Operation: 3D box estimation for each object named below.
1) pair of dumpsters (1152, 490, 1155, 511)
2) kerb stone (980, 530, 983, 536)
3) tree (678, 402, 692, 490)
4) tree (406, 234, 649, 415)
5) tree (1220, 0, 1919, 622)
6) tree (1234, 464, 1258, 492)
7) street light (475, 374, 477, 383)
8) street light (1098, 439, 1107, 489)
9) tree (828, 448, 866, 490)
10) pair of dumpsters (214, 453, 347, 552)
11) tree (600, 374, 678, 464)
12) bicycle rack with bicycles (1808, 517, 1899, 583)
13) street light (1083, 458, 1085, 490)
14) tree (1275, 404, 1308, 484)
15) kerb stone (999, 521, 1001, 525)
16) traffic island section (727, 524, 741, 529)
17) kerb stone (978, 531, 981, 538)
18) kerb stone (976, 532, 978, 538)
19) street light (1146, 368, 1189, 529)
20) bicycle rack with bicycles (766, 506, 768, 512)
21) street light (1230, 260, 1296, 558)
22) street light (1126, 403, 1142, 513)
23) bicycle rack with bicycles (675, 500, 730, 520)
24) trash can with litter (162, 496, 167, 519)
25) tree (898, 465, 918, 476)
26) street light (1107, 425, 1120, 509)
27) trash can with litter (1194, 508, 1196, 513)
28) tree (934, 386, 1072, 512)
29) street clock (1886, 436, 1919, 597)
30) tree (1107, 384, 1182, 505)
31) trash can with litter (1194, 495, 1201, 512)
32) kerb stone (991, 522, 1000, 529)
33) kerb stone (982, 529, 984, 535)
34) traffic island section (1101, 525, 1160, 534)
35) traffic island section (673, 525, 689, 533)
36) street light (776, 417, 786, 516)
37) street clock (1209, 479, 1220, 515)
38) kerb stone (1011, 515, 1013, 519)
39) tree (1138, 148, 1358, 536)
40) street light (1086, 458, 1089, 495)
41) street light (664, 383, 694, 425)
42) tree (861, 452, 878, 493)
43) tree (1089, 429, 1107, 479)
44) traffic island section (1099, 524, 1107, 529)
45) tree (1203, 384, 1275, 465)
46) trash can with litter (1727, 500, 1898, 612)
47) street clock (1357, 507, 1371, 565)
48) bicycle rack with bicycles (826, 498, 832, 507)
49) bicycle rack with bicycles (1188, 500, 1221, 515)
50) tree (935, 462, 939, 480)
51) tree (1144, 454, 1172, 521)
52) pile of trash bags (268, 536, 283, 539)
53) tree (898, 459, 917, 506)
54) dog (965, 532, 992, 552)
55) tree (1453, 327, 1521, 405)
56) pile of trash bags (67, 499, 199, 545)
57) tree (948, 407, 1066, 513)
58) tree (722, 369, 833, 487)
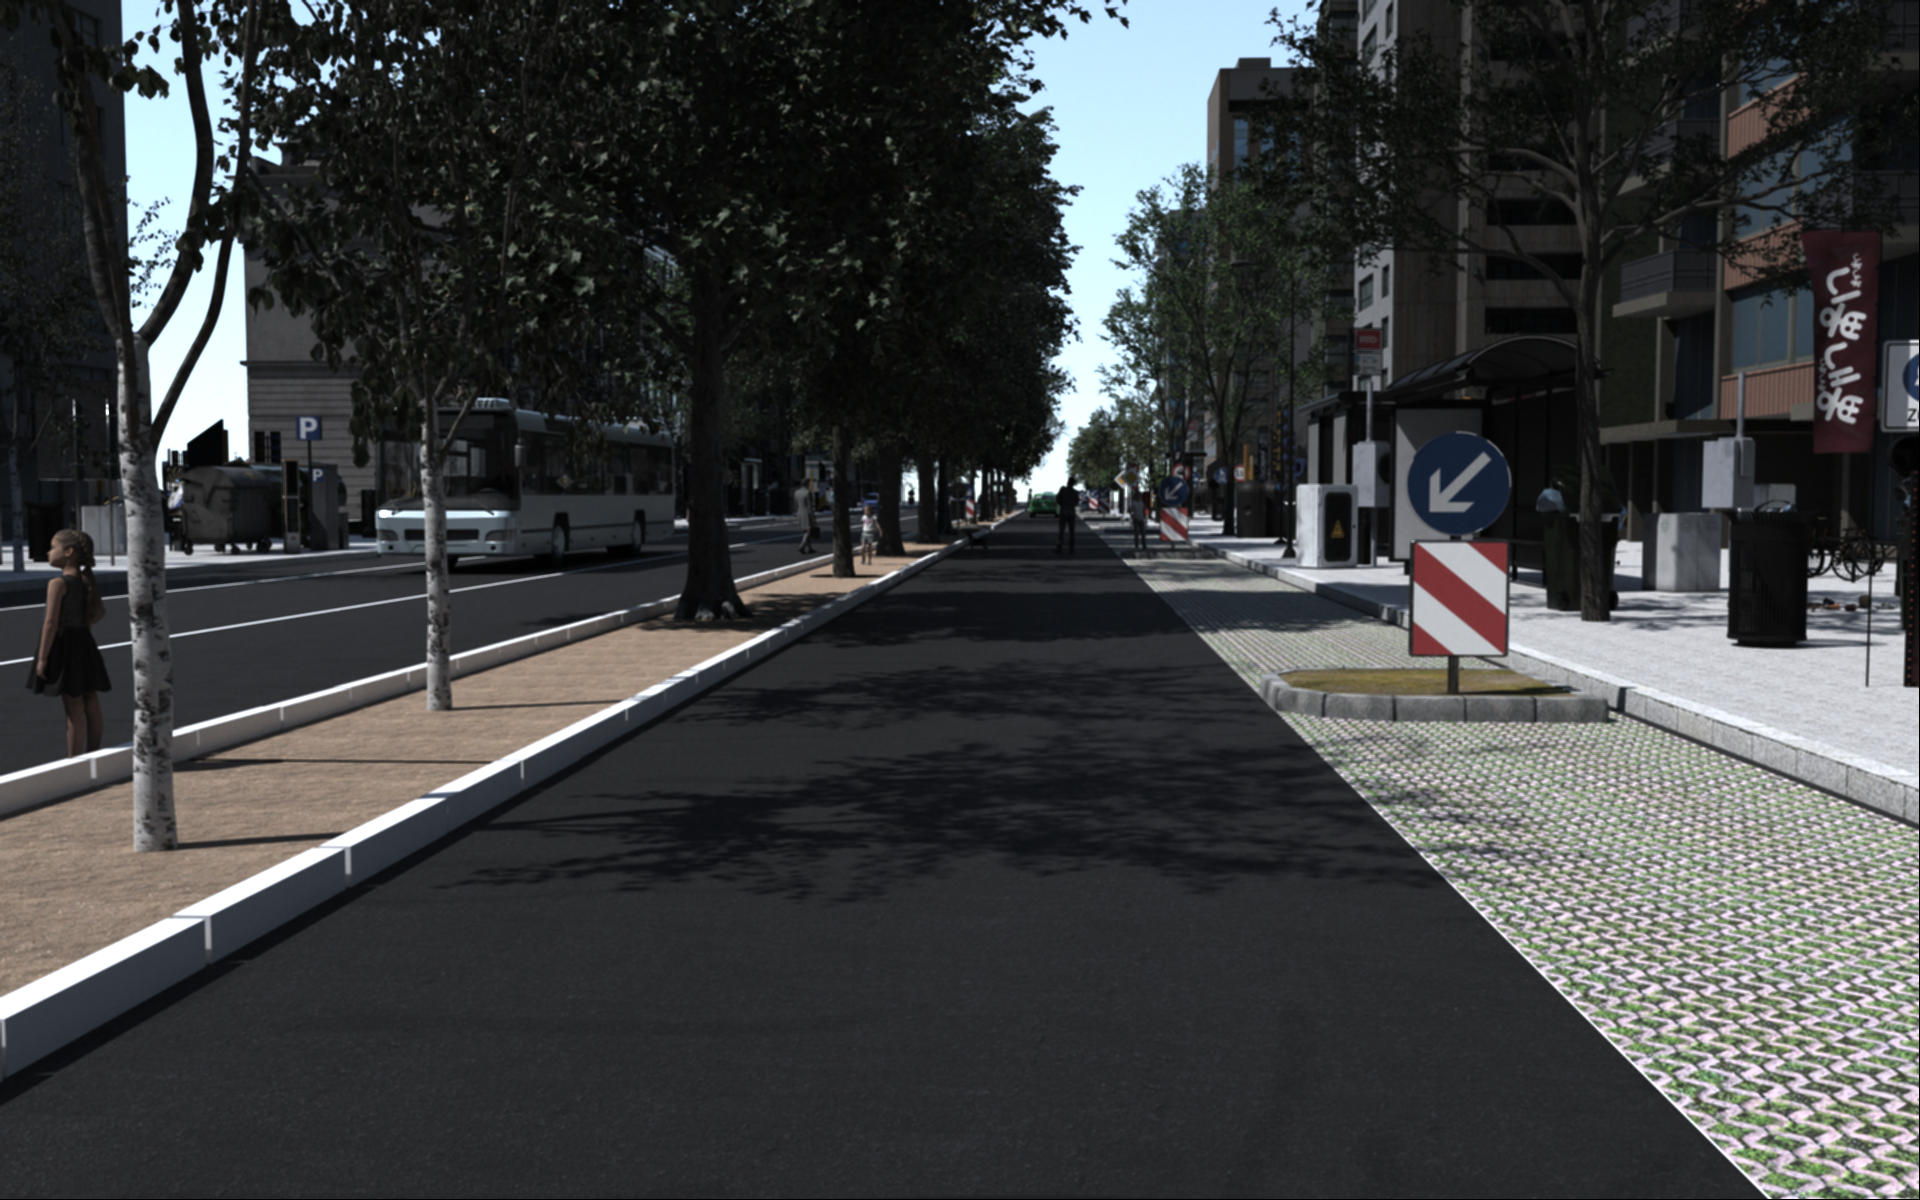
[{"bbox_3d":[14.920,-7.735,128.963,1.574,2.255,4.437,0,4,3],"label":"pair of dumpsters"},{"bbox_3d":[0.599,-2.185,57.964,0.120,0.150,1.000,0,4,3],"label":"kerb stone"},{"bbox_3d":[-19.009,-10.058,114.818,4.737,8.622,4.395,0,3,0],"label":"tree"},{"bbox_3d":[-13.974,-7.413,55.618,8.767,10.594,7.601,0,4,-1],"label":"tree"},{"bbox_3d":[6.101,-5.070,17.303,7.601,10.594,8.767,1,4,13],"label":"tree"},{"bbox_3d":[16.110,-6.366,98.677,1.663,3.219,1.824,0,3,0],"label":"tree"},{"bbox_3d":[-13.108,-4.668,48.860,1.470,5.913,1.316,0,4,3],"label":"street light"},{"bbox_3d":[12.358,-10.648,146.631,1.470,5.913,1.316,0,4,3],"label":"street light"},{"bbox_3d":[-9.342,-11.677,141.284,4.360,8.622,3.978,0,3,0],"label":"tree"},{"bbox_3d":[-15.796,-2.297,40.048,1.574,2.255,4.437,0,4,3],"label":"pair of dumpsters"},{"bbox_3d":[-18.482,-8.953,96.744,4.737,8.622,4.395,0,3,0],"label":"tree"},{"bbox_3d":[13.433,-0.782,26.161,2.925,0.926,2.852,-1,4,-10],"label":"bicycle rack with bicycles"},{"bbox_3d":[16.583,-15.280,222.366,1.470,5.913,1.316,0,4,3],"label":"street light"},{"bbox_3d":[26.721,-11.739,142.288,4.360,8.622,3.978,0,3,0],"label":"tree"},{"bbox_3d":[1.599,-3.287,75.939,0.120,0.150,1.000,0,4,3],"label":"kerb stone"},{"bbox_3d":[-10.344,-3.087,72.748,2.009,0.180,2.903,0,4,3],"label":"traffic island section"},{"bbox_3d":[0.540,-2.125,56.943,0.120,0.150,1.000,0,4,3],"label":"kerb stone"},{"bbox_3d":[0.418,-1.999,54.896,0.120,0.150,1.000,0,4,3],"label":"kerb stone"},{"bbox_3d":[7.695,-5.570,63.617,1.470,5.913,1.316,0,4,3],"label":"street light"},{"bbox_3d":[-15.201,-6.565,120.714,2.925,0.926,2.852,3,5,41],"label":"bicycle rack with bicycles"},{"bbox_3d":[6.069,-3.795,34.581,1.470,5.913,1.316,0,4,3],"label":"street light"},{"bbox_3d":[9.125,-7.057,87.923,1.470,5.913,1.316,0,4,3],"label":"street light"},{"bbox_3d":[-12.762,-4.392,85.185,2.925,0.926,2.852,-2,4,-34],"label":"bicycle rack with bicycles"},{"bbox_3d":[-45.977,-5.353,98.583,1.678,1.210,2.233,-2,4,-30],"label":"trash can with litter"},{"bbox_3d":[-4.855,-18.919,219.695,12.009,13.543,11.850,0,3,0],"label":"tree"},{"bbox_3d":[10.835,-8.833,116.954,1.470,5.913,1.316,0,4,3],"label":"street light"},{"bbox_3d":[15.861,-6.649,120.100,0.624,1.170,1.055,3,5,43],"label":"trash can with litter"},{"bbox_3d":[3.944,-13.970,141.239,12.009,13.543,11.850,0,3,0],"label":"tree"},{"bbox_3d":[11.849,-1.045,21.661,0.471,2.002,0.358,1,4,13],"label":"street clock"},{"bbox_3d":[11.850,-9.727,109.399,4.737,8.622,4.395,0,3,0],"label":"tree"},{"bbox_3d":[16.854,-6.968,124.990,1.678,1.210,2.233,0,4,-1],"label":"trash can with litter"},{"bbox_3d":[1.548,-3.220,74.910,0.120,0.150,1.000,0,4,3],"label":"kerb stone"},{"bbox_3d":[0.657,-2.251,58.993,0.120,0.150,1.000,0,4,3],"label":"kerb stone"},{"bbox_3d":[6.325,-2.541,63.820,2.009,0.180,2.903,0,4,3],"label":"traffic island section"},{"bbox_3d":[-10.789,-2.599,64.776,2.009,0.180,2.903,0,4,3],"label":"traffic island section"},{"bbox_3d":[-10.195,-7.942,102.393,1.470,5.913,1.316,0,4,3],"label":"street light"},{"bbox_3d":[12.489,-4.926,85.109,0.471,2.002,0.358,2,4,29],"label":"street clock"},{"bbox_3d":[2.687,-4.467,95.392,0.120,0.150,1.000,0,4,3],"label":"kerb stone"},{"bbox_3d":[8.304,-7.809,53.441,9.928,11.665,9.643,0,3,0],"label":"tree"},{"bbox_3d":[15.018,-13.477,192.883,1.470,5.913,1.316,0,4,3],"label":"street light"},{"bbox_3d":[-11.807,-6.119,72.586,1.470,5.913,1.316,0,4,3],"label":"street light"},{"bbox_3d":[-8.166,-13.071,164.071,4.737,8.622,4.395,0,3,0],"label":"tree"},{"bbox_3d":[13.515,-11.279,134.766,4.737,8.622,4.395,0,3,0],"label":"tree"},{"bbox_3d":[6.770,-3.028,71.793,2.009,0.180,2.903,0,4,3],"label":"traffic island section"},{"bbox_3d":[18.436,-10.173,116.685,4.360,8.622,3.978,0,3,0],"label":"tree"},{"bbox_3d":[9.530,-0.505,19.308,2.233,1.210,1.678,0,4,-5],"label":"trash can with litter"},{"bbox_3d":[7.345,-1.640,31.383,0.358,2.002,0.471,-2,4,-26],"label":"street clock"},{"bbox_3d":[-10.631,-7.984,143.919,2.925,0.926,2.852,-1,4,-23],"label":"bicycle rack with bicycles"},{"bbox_3d":[15.311,-5.656,105.863,2.925,0.926,2.852,2,4,29],"label":"bicycle rack with bicycles"},{"bbox_3d":[-3.907,-17.454,235.732,4.360,8.622,3.978,0,3,0],"label":"tree"},{"bbox_3d":[9.660,-5.480,84.197,1.663,3.219,1.824,0,3,0],"label":"tree"},{"bbox_3d":[-20.386,-2.497,50.572,1.912,1.369,3.447,-2,4,-33],"label":"pile of trash bags"},{"bbox_3d":[-6.136,-14.491,187.284,4.360,8.622,3.978,0,3,0],"label":"tree"},{"bbox_3d":[0.446,-1.428,42.631,0.540,0.507,0.406,-2,4,-32],"label":"dog"},{"bbox_3d":[23.914,-7.753,77.131,4.360,8.622,3.978,0,3,0],"label":"tree"},{"bbox_3d":[-20.441,-2.031,42.959,3.447,1.369,1.912,0,4,-8],"label":"pile of trash bags"},{"bbox_3d":[3.793,-11.882,131.137,8.767,10.594,7.601,0,4,3],"label":"tree"},{"bbox_3d":[-11.329,-10.799,110.975,7.601,10.594,8.767,2,4,34],"label":"tree"}]
